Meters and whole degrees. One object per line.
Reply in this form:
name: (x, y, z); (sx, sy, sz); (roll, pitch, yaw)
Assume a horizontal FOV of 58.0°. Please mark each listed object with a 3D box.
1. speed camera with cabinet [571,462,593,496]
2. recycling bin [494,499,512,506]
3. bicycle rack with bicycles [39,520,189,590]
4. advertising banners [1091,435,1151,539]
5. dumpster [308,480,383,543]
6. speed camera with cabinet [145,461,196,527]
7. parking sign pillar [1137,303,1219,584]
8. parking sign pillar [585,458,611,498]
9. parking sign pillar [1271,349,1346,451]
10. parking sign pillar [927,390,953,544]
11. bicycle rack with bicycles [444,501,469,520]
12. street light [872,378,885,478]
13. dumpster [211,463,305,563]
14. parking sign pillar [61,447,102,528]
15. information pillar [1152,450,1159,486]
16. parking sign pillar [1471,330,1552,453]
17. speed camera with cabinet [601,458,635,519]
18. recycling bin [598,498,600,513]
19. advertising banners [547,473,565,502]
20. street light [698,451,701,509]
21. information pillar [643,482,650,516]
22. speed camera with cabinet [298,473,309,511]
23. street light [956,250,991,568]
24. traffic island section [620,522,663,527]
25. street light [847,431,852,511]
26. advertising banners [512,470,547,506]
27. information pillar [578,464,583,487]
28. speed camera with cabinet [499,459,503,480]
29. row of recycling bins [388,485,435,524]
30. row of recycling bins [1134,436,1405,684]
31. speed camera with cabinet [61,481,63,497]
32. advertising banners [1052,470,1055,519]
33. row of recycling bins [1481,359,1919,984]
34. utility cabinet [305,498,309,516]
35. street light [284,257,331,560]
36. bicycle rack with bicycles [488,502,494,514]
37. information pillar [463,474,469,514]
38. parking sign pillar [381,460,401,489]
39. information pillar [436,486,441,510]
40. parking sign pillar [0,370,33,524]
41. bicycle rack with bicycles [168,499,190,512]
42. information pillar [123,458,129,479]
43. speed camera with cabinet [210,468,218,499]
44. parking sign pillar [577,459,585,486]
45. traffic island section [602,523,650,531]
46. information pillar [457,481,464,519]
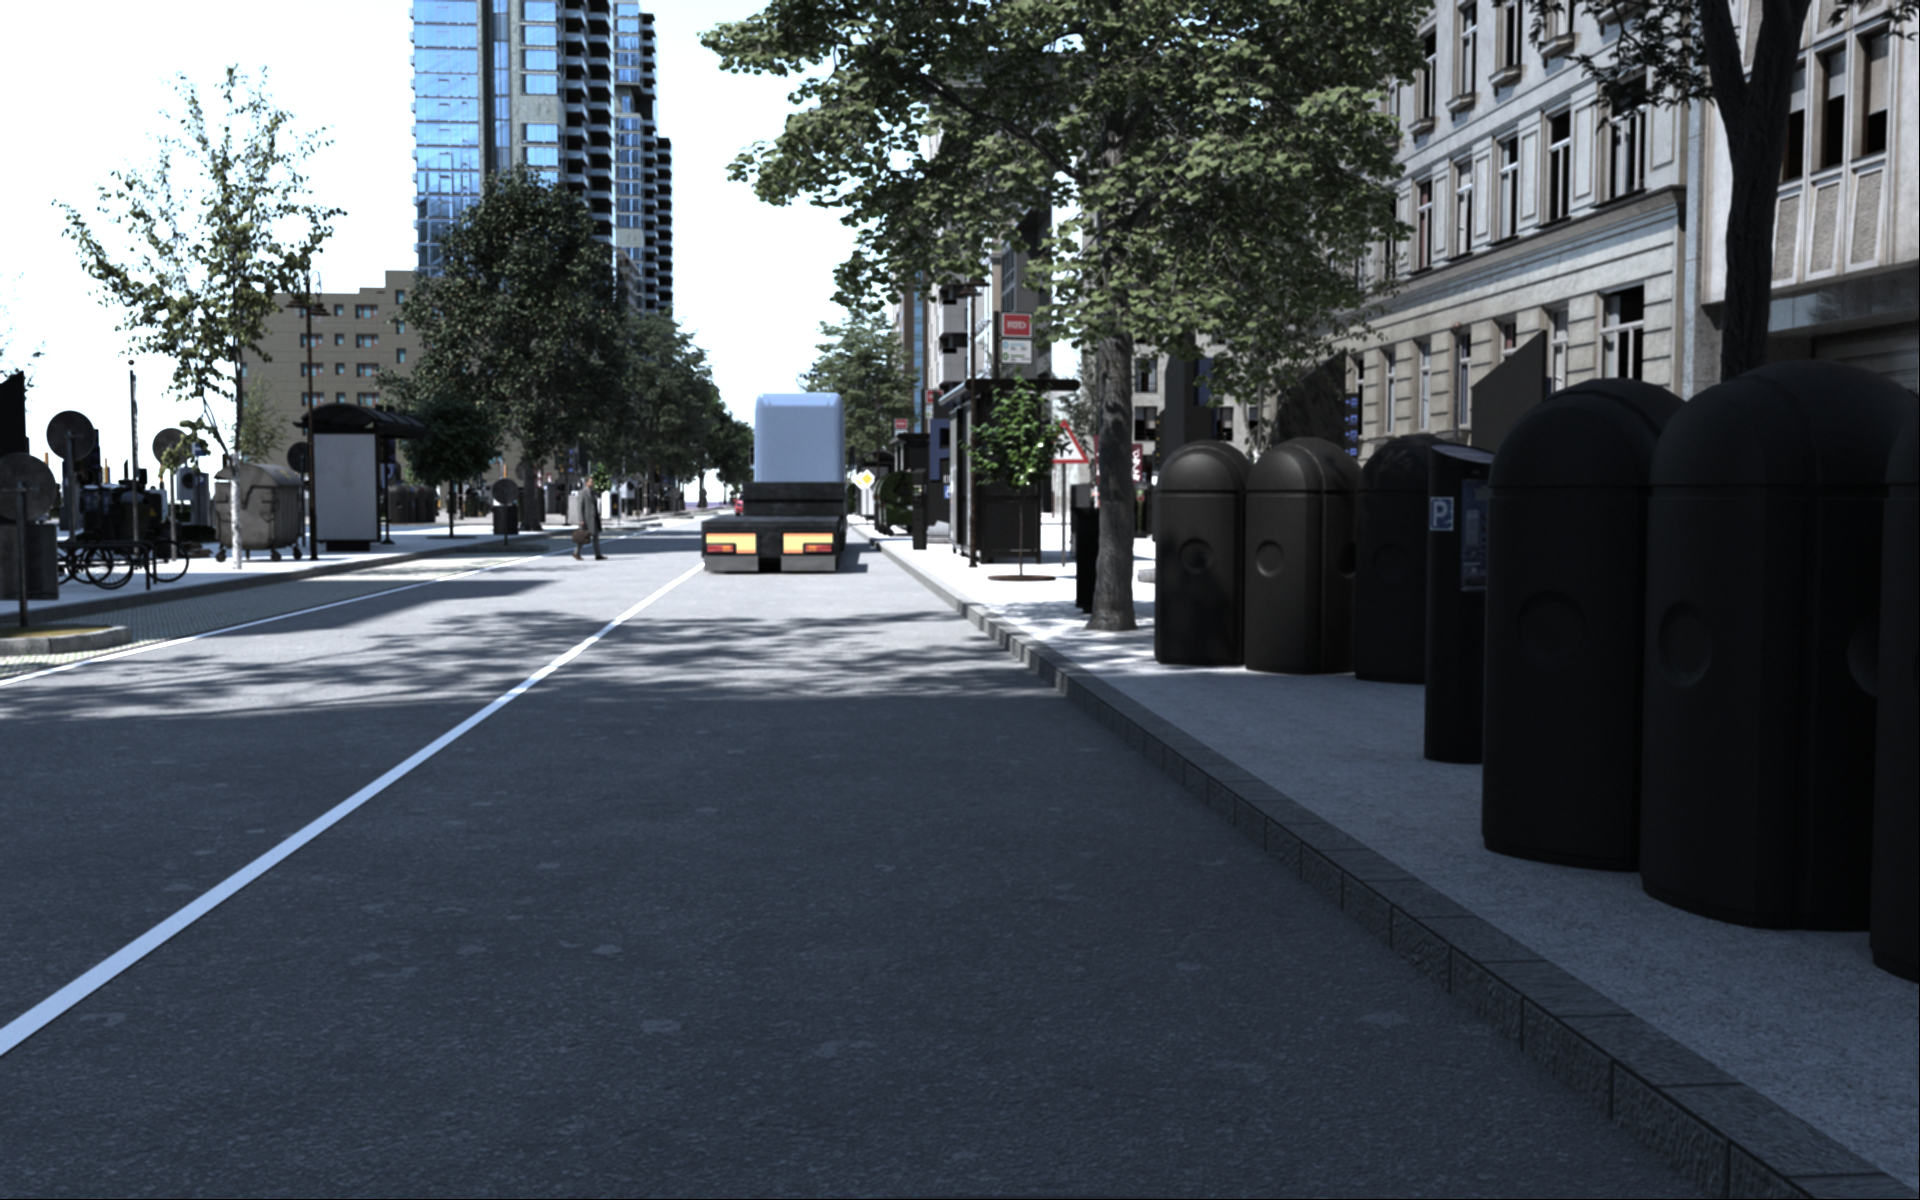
speed camera with cabinet: (-20.473, -6.087, 93.852); (0.660, 3.252, 2.038); (-2, 4, -31)
recycling bin: (-23.473, -4.672, 88.944); (0.722, 1.027, 0.722); (-3, 5, -39)
bicycle rack with bicycles: (-12.215, -0.632, 23.714); (2.925, 0.926, 2.852); (-1, 4, -21)
advertising banners: (4.685, -3.313, 50.354); (2.074, 3.025, 0.090); (3, 5, 43)
dumpster: (-16.253, -2.650, 45.820); (1.502, 2.255, 1.985); (0, 4, -5)
speed camera with cabinet: (-26.673, -3.908, 58.234); (2.038, 3.252, 0.660); (-3, 5, -39)
parking sign pillar: (3.306, -2.244, 25.158); (1.447, 3.967, 1.447); (0, 4, -5)
parking sign pillar: (-25.856, -8.345, 124.910); (1.447, 3.967, 1.447); (0, 4, 8)
parking sign pillar: (6.458, -2.672, 32.163); (1.447, 3.967, 1.447); (-1, 4, -12)
parking sign pillar: (-0.167, -3.439, 44.694); (1.447, 3.967, 1.447); (2, 4, 29)
bicycle rack with bicycles: (-25.665, -4.444, 86.046); (2.852, 0.926, 2.925); (0, 4, -6)
street light: (-3.266, -5.895, 69.177); (0.468, 5.910, 1.993); (0, 4, -5)
dumpster: (-13.408, -1.672, 33.099); (1.264, 1.857, 1.865); (0, 4, -5)
parking sign pillar: (-33.564, -4.754, 66.193); (1.447, 3.967, 1.447); (-1, 4, -13)
information pillar: (9.158, -5.459, 80.606); (0.504, 3.616, 0.183); (3, 5, 41)
parking sign pillar: (9.253, -2.483, 29.067); (1.447, 3.967, 1.447); (-3, 5, -43)
speed camera with cabinet: (-18.081, -5.951, 91.634); (0.660, 3.252, 2.038); (2, 4, 30)
recycling bin: (-22.100, -5.758, 106.690); (0.722, 1.027, 0.722); (3, 5, 40)
advertising banners: (-33.284, -8.995, 143.258); (2.074, 3.025, 0.090); (1, 4, 15)
street light: (-23.022, -11.026, 153.067); (0.468, 5.910, 1.993); (0, 4, -5)
information pillar: (-18.572, -6.007, 102.705); (0.304, 2.012, 0.304); (3, 5, 43)
speed camera with cabinet: (-34.356, -5.833, 89.699); (2.038, 3.252, 0.660); (0, 4, 1)
street light: (0.229, -3.506, 30.114); (0.468, 5.910, 1.993); (0, 4, -5)
traffic island section: (-14.262, -3.329, 76.707); (2.009, 0.180, 2.903); (0, 4, -5)
street light: (-7.162, -8.554, 112.641); (0.468, 5.910, 1.993); (0, 4, -5)
advertising banners: (-26.291, -6.662, 105.113); (2.074, 3.025, 0.090); (0, 4, 0)
information pillar: (-29.194, -8.685, 133.346); (0.504, 3.616, 0.183); (2, 4, 30)
speed camera with cabinet: (-25.690, -6.329, 97.808); (0.660, 3.252, 2.038); (-1, 4, -13)
row of recycling bins: (-24.254, -4.243, 76.483); (1.069, 1.692, 3.534); (1, 4, 8)
row of recycling bins: (2.902, -0.321, 12.355); (3.534, 1.692, 1.069); (3, 5, 40)
speed camera with cabinet: (-60.054, -7.534, 117.523); (0.660, 3.252, 2.038); (1, 4, 12)
advertising banners: (4.804, -5.675, 88.968); (0.090, 3.025, 2.074); (0, 3, 0)
row of recycling bins: (2.818, 0.131, 4.970); (1.069, 1.692, 3.534); (-1, 4, -23)
utility cabinet: (-37.116, -5.445, 97.706); (0.318, 1.500, 1.173); (0, 4, 8)
street light: (-12.552, -3.712, 33.480); (0.468, 5.910, 1.993); (0, 4, -5)
bicycle rack with bicycles: (-30.943, -6.086, 112.889); (2.852, 0.926, 2.925); (2, 4, 33)
information pillar: (-27.767, -6.468, 97.100); (0.504, 3.616, 0.183); (-2, 4, -33)
parking sign pillar: (-35.504, -7.318, 108.118); (1.447, 3.967, 1.447); (2, 4, 31)
information pillar: (-42.085, -9.075, 139.725); (0.183, 3.616, 0.504); (-3, 5, -44)
parking sign pillar: (-20.961, -3.007, 37.632); (1.447, 3.967, 1.447); (-1, 4, -15)
bicycle rack with bicycles: (-38.739, -4.217, 82.336); (2.852, 0.926, 2.925); (1, 4, 19)
information pillar: (-53.763, -7.363, 111.735); (0.183, 3.616, 0.504); (0, 4, 4)
speed camera with cabinet: (-55.596, -8.197, 128.353); (0.660, 3.252, 2.038); (3, 5, 41)
parking sign pillar: (-29.501, -8.991, 135.474); (1.447, 3.967, 1.447); (1, 4, 9)
traffic island section: (-13.558, -2.842, 68.752); (2.009, 0.180, 2.903); (0, 4, -5)
information pillar: (-25.467, -5.125, 88.290); (0.304, 2.012, 0.304); (-1, 4, -19)
